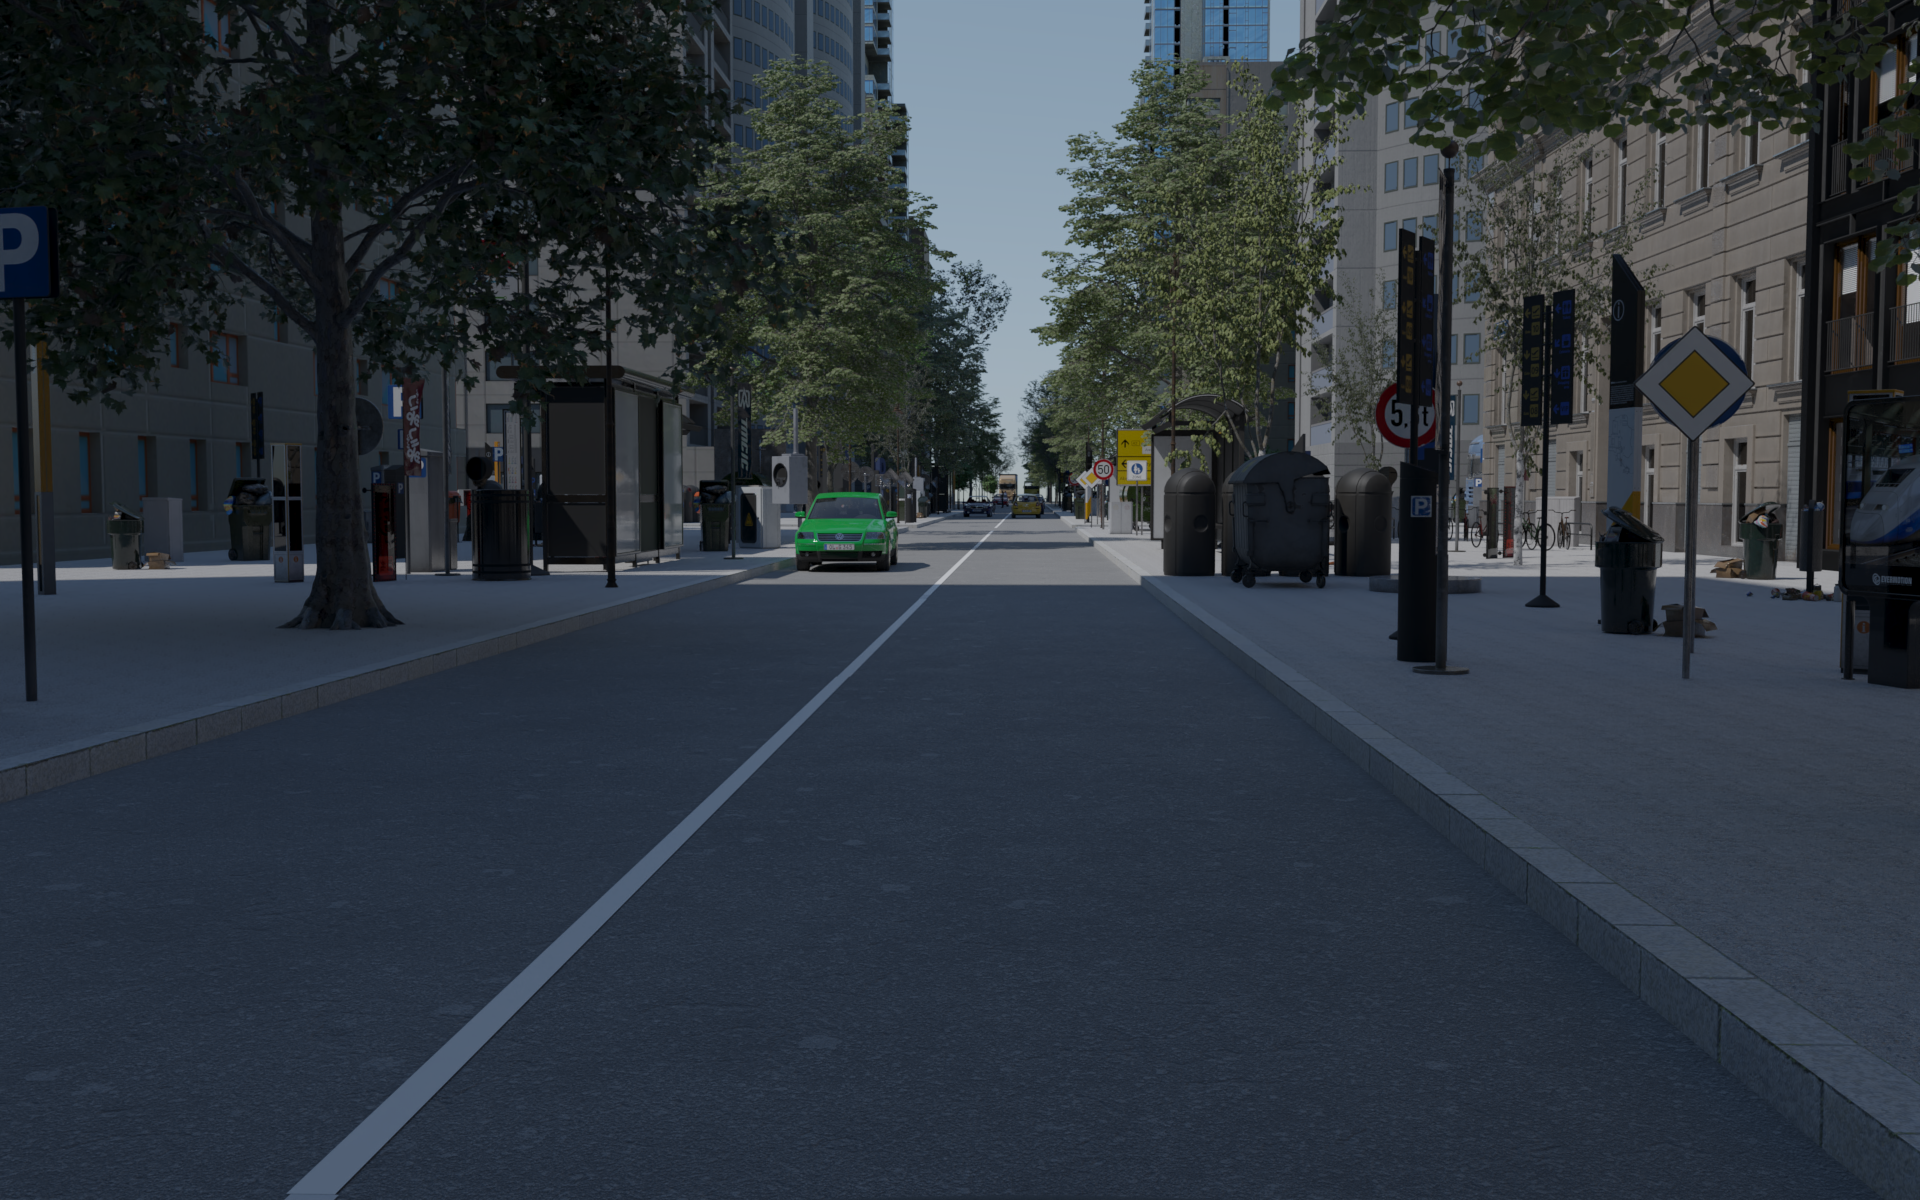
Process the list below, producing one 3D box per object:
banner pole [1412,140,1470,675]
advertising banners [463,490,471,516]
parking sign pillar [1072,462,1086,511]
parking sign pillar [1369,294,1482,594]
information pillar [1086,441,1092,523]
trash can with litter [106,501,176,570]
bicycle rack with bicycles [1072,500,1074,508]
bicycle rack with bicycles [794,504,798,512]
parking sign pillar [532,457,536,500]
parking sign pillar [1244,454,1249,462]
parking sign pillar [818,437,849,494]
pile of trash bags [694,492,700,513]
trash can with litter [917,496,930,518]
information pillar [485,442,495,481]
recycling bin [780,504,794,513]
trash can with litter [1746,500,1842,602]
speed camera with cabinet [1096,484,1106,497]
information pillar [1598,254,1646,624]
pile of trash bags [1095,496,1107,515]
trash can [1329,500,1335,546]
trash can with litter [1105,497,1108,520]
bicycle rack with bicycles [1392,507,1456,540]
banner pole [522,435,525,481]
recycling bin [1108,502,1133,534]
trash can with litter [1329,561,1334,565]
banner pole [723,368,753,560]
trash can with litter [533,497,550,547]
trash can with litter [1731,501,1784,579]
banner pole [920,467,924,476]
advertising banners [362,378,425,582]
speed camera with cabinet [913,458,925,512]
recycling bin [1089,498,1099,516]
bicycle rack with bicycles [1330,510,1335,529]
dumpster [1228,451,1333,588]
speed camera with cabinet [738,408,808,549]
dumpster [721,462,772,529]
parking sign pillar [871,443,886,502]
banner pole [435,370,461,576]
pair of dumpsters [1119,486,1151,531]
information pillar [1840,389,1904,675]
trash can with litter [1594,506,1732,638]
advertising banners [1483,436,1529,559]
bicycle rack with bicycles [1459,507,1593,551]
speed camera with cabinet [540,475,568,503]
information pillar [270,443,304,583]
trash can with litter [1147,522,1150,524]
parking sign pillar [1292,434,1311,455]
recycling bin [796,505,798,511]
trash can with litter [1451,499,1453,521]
[{"bbox_3d":[3.376,-1.353,12.139,0.401,3.779,0.863,1,4,21],"label":"banner pole"},{"bbox_3d":[-18.837,-4.310,66.664,2.074,3.025,0.090,-1,4,-17],"label":"advertising banners"},{"bbox_3d":[8.608,-8.129,121.385,1.447,3.967,1.447,-3,5,-40],"label":"parking sign pillar"},{"bbox_3d":[6.149,-2.099,22.795,1.447,3.967,1.447,1,4,12],"label":"parking sign pillar"},{"bbox_3d":[5.745,-5.253,77.235,0.183,3.616,0.504,2,4,32],"label":"information pillar"},{"bbox_3d":[-13.946,-1.109,29.517,1.055,1.170,0.624,-1,4,-10],"label":"trash can with litter"},{"bbox_3d":[10.460,-7.982,143.894,2.925,0.926,2.852,1,4,18],"label":"bicycle rack with bicycles"},{"bbox_3d":[-11.042,-6.799,124.552,2.925,0.926,2.852,1,4,23],"label":"bicycle rack with bicycles"},{"bbox_3d":[-22.423,-6.136,88.789,1.447,3.967,1.447,1,4,23],"label":"parking sign pillar"},{"bbox_3d":[19.211,-7.666,113.804,1.447,3.967,1.447,1,4,12],"label":"parking sign pillar"},{"bbox_3d":[-5.536,-5.430,77.251,1.447,3.967,1.447,3,5,42],"label":"parking sign pillar"},{"bbox_3d":[-12.439,-4.335,80.637,3.447,1.369,1.912,3,4,36],"label":"pile of trash bags"},{"bbox_3d":[-1.978,-4.913,91.708,0.624,1.170,1.055,1,4,11],"label":"trash can with litter"},{"bbox_3d":[-21.136,-5.296,77.943,0.504,3.616,0.183,-3,5,-42],"label":"information pillar"},{"bbox_3d":[-11.951,-6.527,119.275,0.722,1.027,0.722,3,5,39],"label":"recycling bin"},{"bbox_3d":[10.653,-0.632,21.392,1.678,1.210,2.233,2,4,29],"label":"trash can with litter"},{"bbox_3d":[9.610,-8.067,126.237,2.038,3.252,0.660,1,4,9],"label":"speed camera with cabinet"},{"bbox_3d":[6.428,-1.554,16.762,0.183,3.616,0.504,-1,4,-9],"label":"information pillar"},{"bbox_3d":[8.643,-5.969,107.338,3.447,1.369,1.912,3,5,44],"label":"pile of trash bags"},{"bbox_3d":[9.135,-1.935,43.293,0.748,1.137,0.748,0,3,0],"label":"trash can"},{"bbox_3d":[7.495,-4.407,83.443,1.055,1.170,0.624,-1,4,-19],"label":"trash can with litter"},{"bbox_3d":[13.067,-2.128,48.168,2.852,0.926,2.925,1,4,19],"label":"bicycle rack with bicycles"},{"bbox_3d":[-13.833,-3.989,55.236,0.401,3.779,0.863,0,4,6],"label":"banner pole"},{"bbox_3d":[5.148,-2.633,55.596,0.722,1.027,0.722,0,4,1],"label":"recycling bin"},{"bbox_3d":[6.481,-1.236,31.265,2.233,1.210,1.678,-2,4,-27],"label":"trash can with litter"},{"bbox_3d":[-4.346,-2.703,34.205,0.401,3.779,0.863,2,4,29],"label":"banner pole"},{"bbox_3d":[-10.427,-1.925,42.523,2.233,1.210,1.678,3,4,36],"label":"trash can with litter"},{"bbox_3d":[11.861,-0.905,26.184,0.624,1.170,1.055,-2,4,-31],"label":"trash can with litter"},{"bbox_3d":[-3.232,-9.615,147.214,0.401,3.779,0.863,2,4,27],"label":"banner pole"},{"bbox_3d":[-8.465,-1.783,25.333,0.090,3.025,2.074,1,4,21],"label":"advertising banners"},{"bbox_3d":[-2.273,-6.058,93.384,0.660,3.252,2.038,0,4,6],"label":"speed camera with cabinet"},{"bbox_3d":[7.899,-5.532,103.006,0.722,1.027,0.722,2,4,23],"label":"recycling bin"},{"bbox_3d":[12.889,-3.019,62.739,2.925,0.926,2.852,2,4,25],"label":"bicycle rack with bicycles"},{"bbox_3d":[4.482,-1.132,24.261,1.264,1.857,1.865,0,4,2],"label":"dumpster"},{"bbox_3d":[-4.392,-2.822,40.476,0.660,3.252,2.038,-3,5,-42],"label":"speed camera with cabinet"},{"bbox_3d":[-6.412,-3.012,51.736,1.502,2.255,1.985,0,4,2],"label":"dumpster"},{"bbox_3d":[-4.344,-6.359,92.443,1.447,3.967,1.447,1,4,15],"label":"parking sign pillar"},{"bbox_3d":[-8.102,-2.286,27.391,0.401,3.779,0.863,-1,4,-8],"label":"banner pole"},{"bbox_3d":[6.551,-3.607,61.469,1.574,2.255,4.437,0,4,2],"label":"pair of dumpsters"},{"bbox_3d":[6.506,-0.481,12.364,0.304,2.012,0.304,3,4,39],"label":"information pillar"},{"bbox_3d":[6.367,-0.272,15.830,1.055,1.170,0.624,3,5,41],"label":"trash can with litter"},{"bbox_3d":[11.050,-2.364,34.841,0.090,3.025,2.074,3,5,42],"label":"advertising banners"},{"bbox_3d":[13.369,-1.638,40.167,2.852,0.926,2.925,0,4,1],"label":"bicycle rack with bicycles"},{"bbox_3d":[-19.287,-5.375,82.225,0.660,3.252,2.038,-3,4,-36],"label":"speed camera with cabinet"},{"bbox_3d":[-9.749,-1.261,25.112,0.304,2.012,0.304,2,4,25],"label":"information pillar"},{"bbox_3d":[8.347,-3.803,73.567,0.624,1.170,1.055,-2,4,-32],"label":"trash can with litter"},{"bbox_3d":[15.276,-5.470,77.901,1.447,3.967,1.447,-1,4,-16],"label":"parking sign pillar"},{"bbox_3d":[-11.724,-7.096,128.566,0.722,1.027,0.722,-2,4,-26],"label":"recycling bin"},{"bbox_3d":[23.486,-4.286,81.465,1.055,1.170,0.624,-3,5,-44],"label":"trash can with litter"}]
